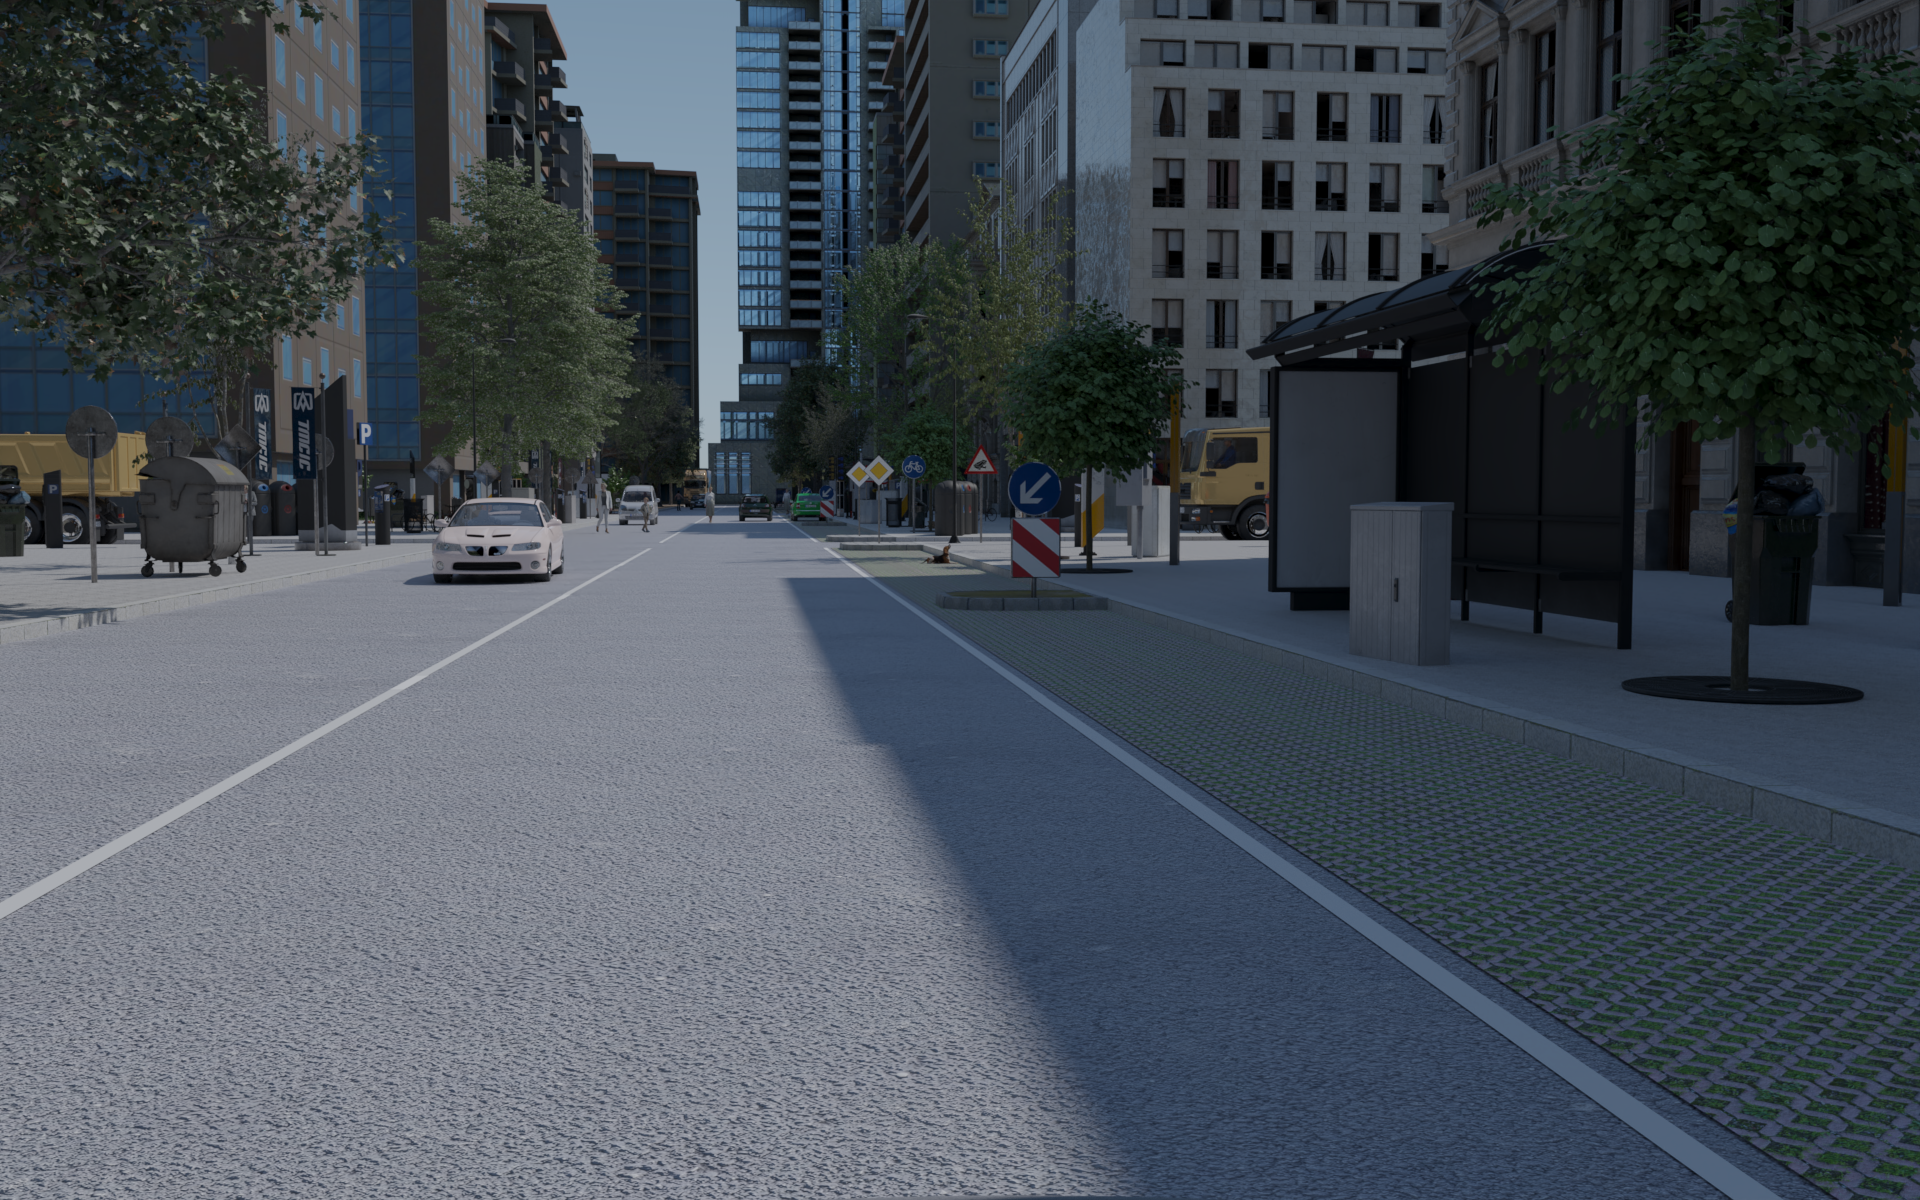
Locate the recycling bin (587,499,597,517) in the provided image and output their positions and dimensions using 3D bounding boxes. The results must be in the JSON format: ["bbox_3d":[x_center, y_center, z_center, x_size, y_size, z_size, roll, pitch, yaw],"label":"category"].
[{"bbox_3d":[-20.672,-5.161,96.931,0.722,1.027,0.722,-3,5,-44],"label":"recycling bin"}]

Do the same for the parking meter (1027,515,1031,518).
[{"bbox_3d":[2.409,-3.217,58.313,0.255,1.863,0.399,1,4,12],"label":"parking meter"}]

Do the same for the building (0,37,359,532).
[{"bbox_3d":[-30.605,-25.250,62.953,14.600,45.320,14.200,0,4,-7],"label":"building"}]

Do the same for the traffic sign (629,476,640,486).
[{"bbox_3d":[-22.538,-7.323,119.832,0.768,2.556,0.104,0,4,-5],"label":"traffic sign"}]

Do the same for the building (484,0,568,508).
[{"bbox_3d":[-46.381,-30.458,152.605,22.147,44.769,28.867,0,4,-7],"label":"building"}]

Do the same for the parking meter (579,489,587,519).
[{"bbox_3d":[-19.462,-4.956,89.439,0.372,1.533,0.369,0,3,0],"label":"parking meter"}]

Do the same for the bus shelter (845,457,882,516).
[{"bbox_3d":[-5.404,-6.397,98.516,2.014,3.302,5.546,0,4,-7],"label":"bus shelter"}]

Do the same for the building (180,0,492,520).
[{"bbox_3d":[-36.331,-27.707,103.120,14.600,45.320,14.200,0,4,-7],"label":"building"}]

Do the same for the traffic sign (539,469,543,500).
[{"bbox_3d":[-20.733,-5.225,85.533,0.768,2.556,0.104,0,4,-2],"label":"traffic sign"}]

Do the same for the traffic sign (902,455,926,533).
[{"bbox_3d":[-1.510,-3.461,56.698,0.768,2.556,0.104,0,4,-4],"label":"traffic sign"}]

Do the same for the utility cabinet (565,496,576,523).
[{"bbox_3d":[-17.084,-3.963,75.961,0.306,1.237,1.020,0,4,-2],"label":"utility cabinet"}]

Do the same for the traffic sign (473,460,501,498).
[{"bbox_3d":[-14.036,-2.922,51.423,0.795,2.450,0.064,0,4,-7],"label":"traffic sign"}]

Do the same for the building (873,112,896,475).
[{"bbox_3d":[-2.589,-30.951,189.641,14.154,41.232,14.086,0,4,-7],"label":"building"}]

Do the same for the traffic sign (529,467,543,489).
[{"bbox_3d":[-20.154,-5.037,82.467,0.768,2.556,0.104,0,4,-2],"label":"traffic sign"}]

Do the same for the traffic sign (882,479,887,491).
[{"bbox_3d":[-4.066,-5.648,92.449,0.768,2.556,0.104,0,4,1],"label":"traffic sign"}]

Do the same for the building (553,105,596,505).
[{"bbox_3d":[-46.178,-30.594,183.813,14.086,41.232,14.154,0,4,-7],"label":"building"}]

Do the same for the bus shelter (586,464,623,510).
[{"bbox_3d":[-24.177,-7.583,117.901,2.014,3.302,5.546,0,4,-7],"label":"bus shelter"}]

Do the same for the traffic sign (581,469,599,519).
[{"bbox_3d":[-19.197,-5.496,89.867,0.884,2.594,0.081,0,4,-4],"label":"traffic sign"}]

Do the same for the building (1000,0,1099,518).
[{"bbox_3d":[9.347,-16.324,84.923,12.078,24.808,19.932,0,4,-7],"label":"building"}]

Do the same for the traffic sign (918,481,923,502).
[{"bbox_3d":[-1.716,-4.732,77.469,0.768,2.556,0.104,0,4,-5],"label":"traffic sign"}]

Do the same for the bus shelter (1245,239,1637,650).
[{"bbox_3d":[4.484,-1.384,16.546,2.014,3.302,5.546,0,4,-7],"label":"bus shelter"}]

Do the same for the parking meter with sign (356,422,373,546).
[{"bbox_3d":[-15.323,-2.829,42.509,1.738,3.016,0.543,1,4,14],"label":"parking meter with sign"}]

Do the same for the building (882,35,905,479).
[{"bbox_3d":[3.975,-31.322,166.745,22.147,44.769,28.867,0,4,-7],"label":"building"}]

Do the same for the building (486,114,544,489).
[{"bbox_3d":[-39.521,-22.000,131.406,14.160,30.474,14.107,0,4,-7],"label":"building"}]

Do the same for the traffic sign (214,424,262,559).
[{"bbox_3d":[-11.863,-1.669,28.480,0.795,2.450,0.064,0,4,0],"label":"traffic sign"}]

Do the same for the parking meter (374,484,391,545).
[{"bbox_3d":[-14.568,-2.157,43.679,0.372,1.533,0.369,0,3,0],"label":"parking meter"}]

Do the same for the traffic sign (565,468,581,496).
[{"bbox_3d":[-18.756,-5.123,83.872,0.768,2.556,0.104,0,4,-5],"label":"traffic sign"}]

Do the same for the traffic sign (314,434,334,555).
[{"bbox_3d":[-13.591,-2.229,36.543,0.768,2.556,0.104,0,4,-1],"label":"traffic sign"}]

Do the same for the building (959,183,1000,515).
[{"bbox_3d":[7.339,-17.925,112.162,14.460,24.649,34.723,0,4,-7],"label":"building"}]

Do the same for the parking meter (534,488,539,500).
[{"bbox_3d":[-19.254,-4.285,78.478,0.372,1.533,0.369,0,3,0],"label":"parking meter"}]

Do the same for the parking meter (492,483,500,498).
[{"bbox_3d":[-23.721,-5.060,88.445,0.399,1.863,0.255,-1,4,-11],"label":"parking meter"}]

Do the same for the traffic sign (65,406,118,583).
[{"bbox_3d":[-12.516,-1.521,24.967,0.768,2.556,0.104,0,4,3],"label":"traffic sign"}]

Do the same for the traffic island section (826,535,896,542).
[{"bbox_3d":[-3.048,-1.868,52.822,2.009,0.180,2.903,0,4,-7],"label":"traffic island section"}]

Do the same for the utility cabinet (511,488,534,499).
[{"bbox_3d":[-15.462,-3.185,60.746,1.173,1.500,0.318,2,4,28],"label":"utility cabinet"}]

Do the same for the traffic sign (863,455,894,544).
[{"bbox_3d":[-2.099,-2.518,44.816,0.795,2.450,0.064,0,4,-7],"label":"traffic sign"}]

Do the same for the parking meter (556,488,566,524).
[{"bbox_3d":[-17.289,-4.075,75.042,0.372,1.533,0.369,0,3,0],"label":"parking meter"}]

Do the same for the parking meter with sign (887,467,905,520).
[{"bbox_3d":[-3.260,-5.552,87.032,0.543,3.016,1.738,-2,4,-28],"label":"parking meter with sign"}]

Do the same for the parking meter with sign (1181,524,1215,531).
[{"bbox_3d":[8.103,-3.941,60.696,1.738,3.016,0.543,0,4,1],"label":"parking meter with sign"}]

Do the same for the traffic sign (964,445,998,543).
[{"bbox_3d":[0.551,-2.779,45.436,0.884,2.594,0.081,0,4,-4],"label":"traffic sign"}]

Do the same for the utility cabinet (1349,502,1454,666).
[{"bbox_3d":[3.391,-0.137,13.401,0.306,1.237,1.020,-1,4,-18],"label":"utility cabinet"}]

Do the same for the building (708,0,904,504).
[{"bbox_3d":[-17.625,-55.997,228.214,31.000,86.520,22.319,0,4,-7],"label":"building"}]

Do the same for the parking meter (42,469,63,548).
[{"bbox_3d":[-21.464,-2.156,40.958,0.399,1.863,0.255,-2,4,-34],"label":"parking meter"}]

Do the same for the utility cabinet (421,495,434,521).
[{"bbox_3d":[-24.997,-4.289,81.283,0.306,1.237,1.020,0,4,0],"label":"utility cabinet"}]

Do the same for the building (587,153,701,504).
[{"bbox_3d":[-48.320,-34.898,225.206,28.867,44.769,22.147,0,4,-7],"label":"building"}]

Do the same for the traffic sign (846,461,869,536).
[{"bbox_3d":[-3.071,-3.003,52.742,0.795,2.450,0.064,0,4,-7],"label":"traffic sign"}]

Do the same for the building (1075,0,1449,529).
[{"bbox_3d":[13.779,-13.034,67.865,16.860,20.320,10.420,0,4,-7],"label":"building"}]

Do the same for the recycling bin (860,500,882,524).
[{"bbox_3d":[-3.863,-3.817,74.962,0.722,1.027,0.722,3,4,38],"label":"recycling bin"}]

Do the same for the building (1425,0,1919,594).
[{"bbox_3d":[16.265,-12.184,28.095,11.050,23.489,19.941,0,4,-7],"label":"building"}]

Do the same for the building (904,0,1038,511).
[{"bbox_3d":[7.044,-31.652,141.211,21.300,48.544,21.600,0,4,-7],"label":"building"}]

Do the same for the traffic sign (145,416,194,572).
[{"bbox_3d":[-12.961,-1.731,28.410,0.768,2.556,0.104,0,4,-5],"label":"traffic sign"}]

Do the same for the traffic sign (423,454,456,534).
[{"bbox_3d":[-13.064,-2.438,43.497,0.795,2.450,0.064,0,4,-7],"label":"traffic sign"}]

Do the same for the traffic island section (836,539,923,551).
[{"bbox_3d":[-2.076,-1.383,44.896,2.009,0.180,2.903,0,4,-7],"label":"traffic island section"}]

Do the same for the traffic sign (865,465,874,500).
[{"bbox_3d":[-4.161,-4.721,77.184,0.884,2.594,0.081,0,4,-5],"label":"traffic sign"}]

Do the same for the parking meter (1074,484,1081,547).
[{"bbox_3d":[2.958,-2.051,41.949,0.372,1.533,0.369,0,3,0],"label":"parking meter"}]
